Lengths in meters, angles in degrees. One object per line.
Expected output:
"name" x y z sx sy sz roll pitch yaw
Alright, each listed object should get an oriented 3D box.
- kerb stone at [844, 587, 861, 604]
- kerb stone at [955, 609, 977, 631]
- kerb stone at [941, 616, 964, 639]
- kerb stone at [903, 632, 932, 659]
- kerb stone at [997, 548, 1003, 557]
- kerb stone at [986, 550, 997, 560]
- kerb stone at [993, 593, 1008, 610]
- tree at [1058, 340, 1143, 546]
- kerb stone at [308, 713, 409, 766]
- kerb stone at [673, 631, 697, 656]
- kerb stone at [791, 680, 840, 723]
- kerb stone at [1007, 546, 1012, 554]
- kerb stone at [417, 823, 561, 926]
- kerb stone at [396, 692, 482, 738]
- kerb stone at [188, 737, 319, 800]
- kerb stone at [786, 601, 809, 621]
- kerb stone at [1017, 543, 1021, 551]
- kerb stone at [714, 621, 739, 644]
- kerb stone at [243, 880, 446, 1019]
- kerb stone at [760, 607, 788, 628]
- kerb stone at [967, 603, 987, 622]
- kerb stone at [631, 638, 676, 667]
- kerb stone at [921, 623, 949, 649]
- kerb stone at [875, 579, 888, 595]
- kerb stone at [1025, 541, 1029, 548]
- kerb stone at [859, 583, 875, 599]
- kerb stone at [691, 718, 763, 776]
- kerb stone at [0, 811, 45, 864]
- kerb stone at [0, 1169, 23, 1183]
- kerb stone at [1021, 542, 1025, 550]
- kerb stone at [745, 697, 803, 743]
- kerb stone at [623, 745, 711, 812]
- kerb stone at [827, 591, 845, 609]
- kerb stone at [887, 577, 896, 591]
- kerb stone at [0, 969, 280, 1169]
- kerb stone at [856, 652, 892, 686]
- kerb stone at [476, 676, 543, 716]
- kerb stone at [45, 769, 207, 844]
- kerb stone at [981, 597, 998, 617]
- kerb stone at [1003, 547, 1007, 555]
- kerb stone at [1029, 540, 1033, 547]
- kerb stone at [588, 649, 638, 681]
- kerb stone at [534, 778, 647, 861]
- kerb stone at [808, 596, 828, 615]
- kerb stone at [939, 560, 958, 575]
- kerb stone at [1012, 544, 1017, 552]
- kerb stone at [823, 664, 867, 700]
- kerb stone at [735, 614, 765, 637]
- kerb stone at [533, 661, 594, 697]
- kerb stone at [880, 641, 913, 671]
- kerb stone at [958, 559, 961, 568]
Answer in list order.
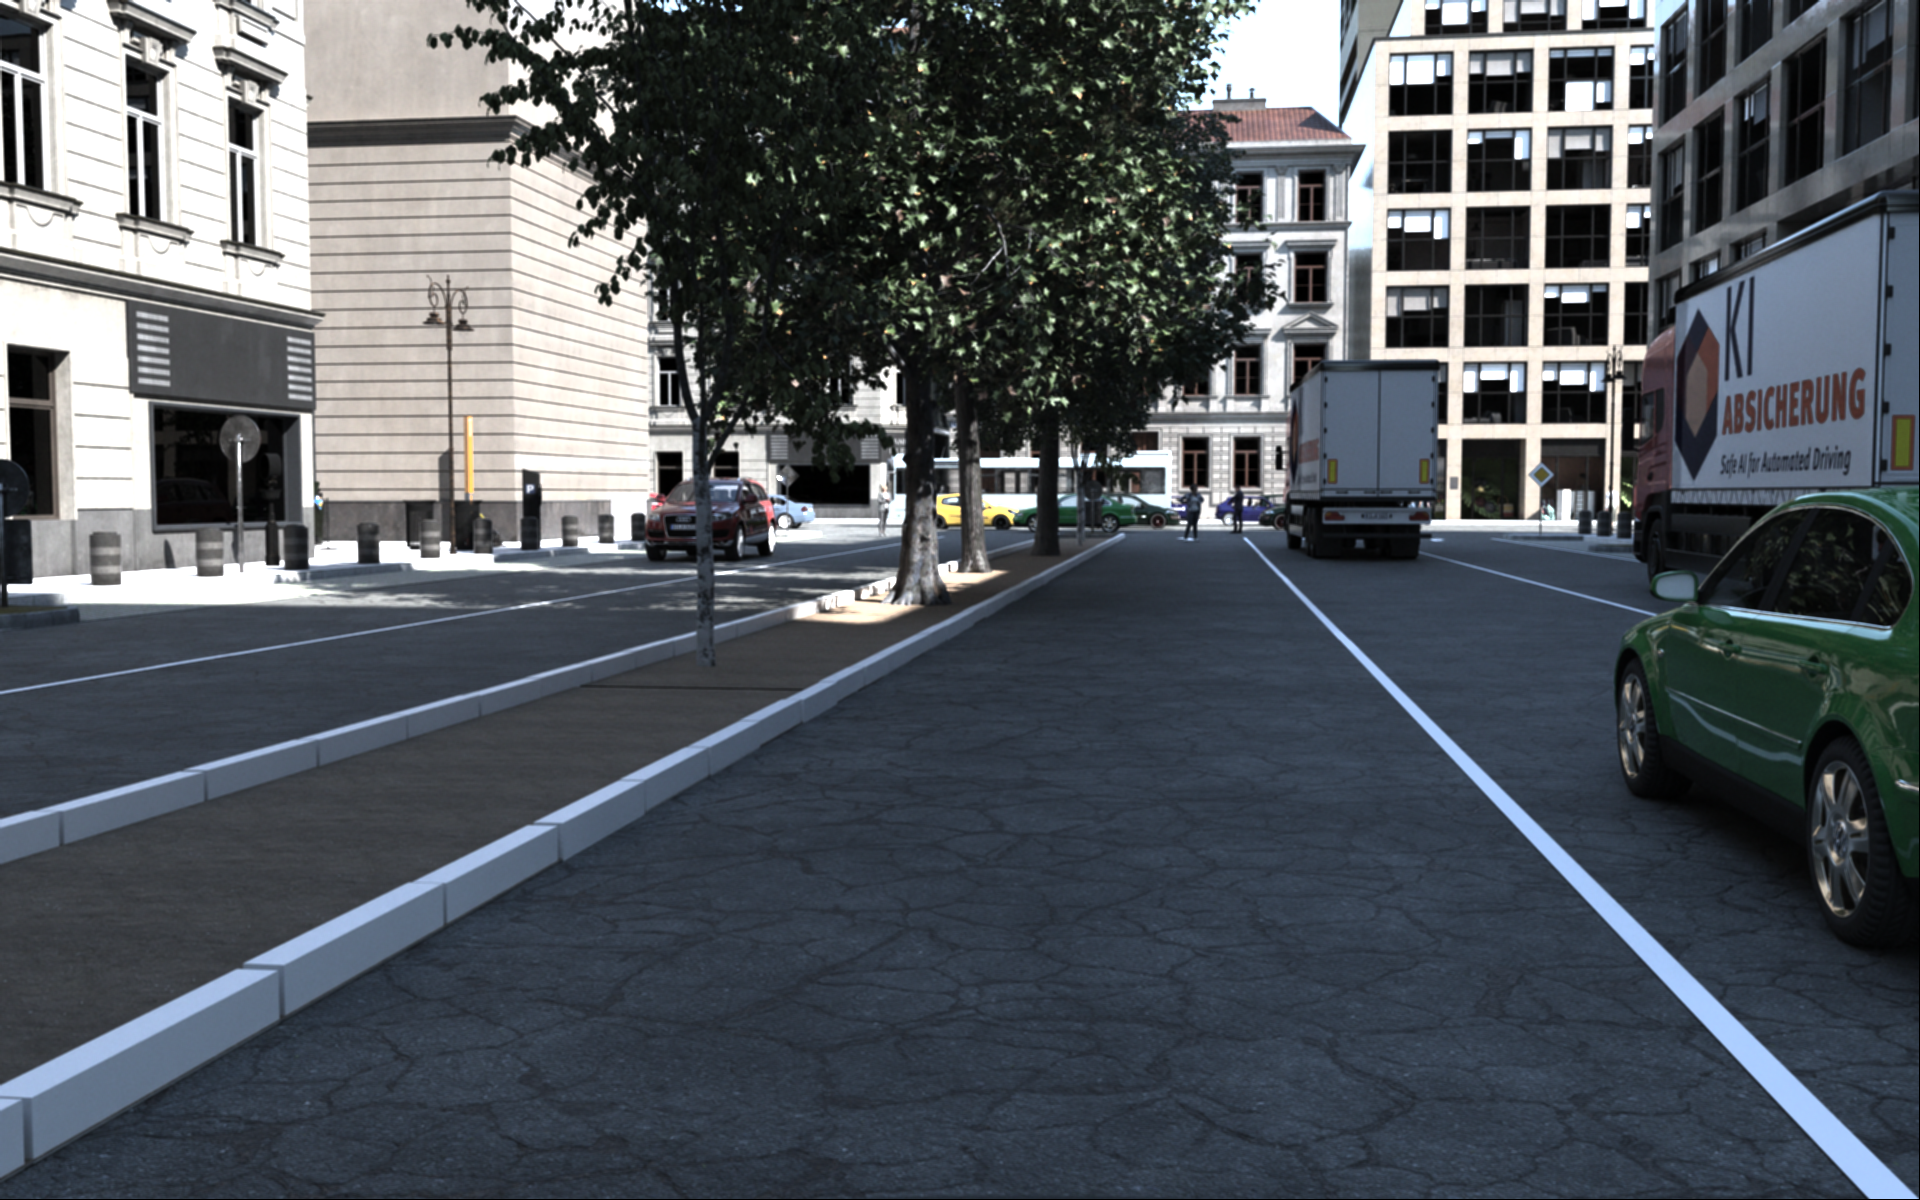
"kerb stone" -1.499 -0.031 22.817 0.120 0.150 1.000 0 4 8
"kerb stone" 0.027 0.228 18.471 0.120 0.150 1.000 0 4 8
"kerb stone" -0.115 0.293 17.449 0.120 0.150 1.000 0 4 8
"kerb stone" -0.410 0.419 15.411 0.120 0.150 1.000 0 4 8
"kerb stone" 0.788 -1.033 39.109 0.120 0.150 1.000 0 4 8
"kerb stone" 0.637 -0.972 38.094 0.120 0.150 1.000 0 4 8
"kerb stone" 0.444 0.045 21.533 0.120 0.150 1.000 0 4 8
"tree" 3.726 -6.075 52.148 4.737 8.622 4.395 0 3 0
"kerb stone" -3.340 0.774 9.564 0.120 0.150 1.000 0 4 8
"kerb stone" -2.485 0.400 15.680 0.120 0.150 1.000 0 4 8
"kerb stone" -0.966 0.666 11.330 0.120 0.150 1.000 0 4 8
"kerb stone" 1.062 -1.160 41.154 0.120 0.150 1.000 0 4 8
"kerb stone" -1.690 0.981 6.240 0.120 0.150 1.000 0 4 8
"kerb stone" -3.203 0.713 10.581 0.120 0.150 1.000 0 4 8
"kerb stone" -3.485 0.835 8.548 0.120 0.150 1.000 0 4 8
"kerb stone" -1.921 0.149 19.758 0.120 0.150 1.000 0 4 8
"kerb stone" 1.345 -1.284 43.186 0.120 0.150 1.000 0 4 8
"kerb stone" -2.348 0.336 16.700 0.120 0.150 1.000 0 4 8
"kerb stone" -1.831 1.038 5.223 0.120 0.150 1.000 0 4 8
"kerb stone" -2.065 0.211 18.742 0.120 0.150 1.000 0 4 8
"kerb stone" 0.153 0.165 19.491 0.120 0.150 1.000 0 4 8
"kerb stone" -2.637 0.461 14.662 0.120 0.150 1.000 0 4 8
"kerb stone" -0.264 0.353 16.429 0.120 0.150 1.000 0 4 8
"kerb stone" -1.212 -0.159 24.852 0.120 0.150 1.000 0 4 8
"kerb stone" 1.625 -1.409 45.227 0.120 0.150 1.000 0 4 8
"kerb stone" -1.352 -0.100 23.833 0.120 0.150 1.000 0 4 8
"kerb stone" -1.257 0.790 9.295 0.120 0.150 1.000 0 4 8
"kerb stone" -3.769 0.959 6.512 0.120 0.150 1.000 0 4 8
"kerb stone" -2.114 1.163 3.187 0.120 0.150 1.000 0 4 8
"kerb stone" 1.486 -1.346 44.208 0.120 0.150 1.000 0 4 8
"kerb stone" -1.122 0.727 10.315 0.120 0.150 1.000 0 4 8
"kerb stone" -1.402 0.851 8.274 0.120 0.150 1.000 0 4 8
"kerb stone" -1.640 0.025 21.794 0.120 0.150 1.000 0 4 8
"kerb stone" -1.068 -0.225 25.871 0.120 0.150 1.000 0 4 8
"kerb stone" -1.972 1.107 4.203 0.120 0.150 1.000 0 4 8
"kerb stone" -0.690 0.540 13.366 0.120 0.150 1.000 0 4 8
"kerb stone" -3.053 0.654 11.596 0.120 0.150 1.000 0 4 8
"kerb stone" -3.627 0.901 7.531 0.120 0.150 1.000 0 4 8
"kerb stone" 0.306 0.103 20.506 0.120 0.150 1.000 0 4 8
"kerb stone" 0.911 -1.091 40.128 0.120 0.150 1.000 0 4 8
"kerb stone" 1.774 -1.471 46.242 0.120 0.150 1.000 0 4 8
"kerb stone" -2.777 0.526 13.646 0.120 0.150 1.000 0 4 8
"kerb stone" -1.538 0.914 7.257 0.120 0.150 1.000 0 4 8
"kerb stone" -1.776 0.088 20.777 0.120 0.150 1.000 0 4 8
"kerb stone" -0.214 -0.599 31.985 0.120 0.150 1.000 0 4 8
"kerb stone" 1.206 -1.222 42.170 0.120 0.150 1.000 0 4 8
"kerb stone" -0.838 0.602 12.348 0.120 0.150 1.000 0 4 8
"kerb stone" -2.202 0.274 17.716 0.120 0.150 1.000 0 4 8
"kerb stone" -2.919 0.589 12.619 0.120 0.150 1.000 0 4 8
"kerb stone" -0.550 0.478 14.384 0.120 0.150 1.000 0 4 8
"kerb stone" -0.082 -0.661 33.002 0.120 0.150 1.000 0 4 8
